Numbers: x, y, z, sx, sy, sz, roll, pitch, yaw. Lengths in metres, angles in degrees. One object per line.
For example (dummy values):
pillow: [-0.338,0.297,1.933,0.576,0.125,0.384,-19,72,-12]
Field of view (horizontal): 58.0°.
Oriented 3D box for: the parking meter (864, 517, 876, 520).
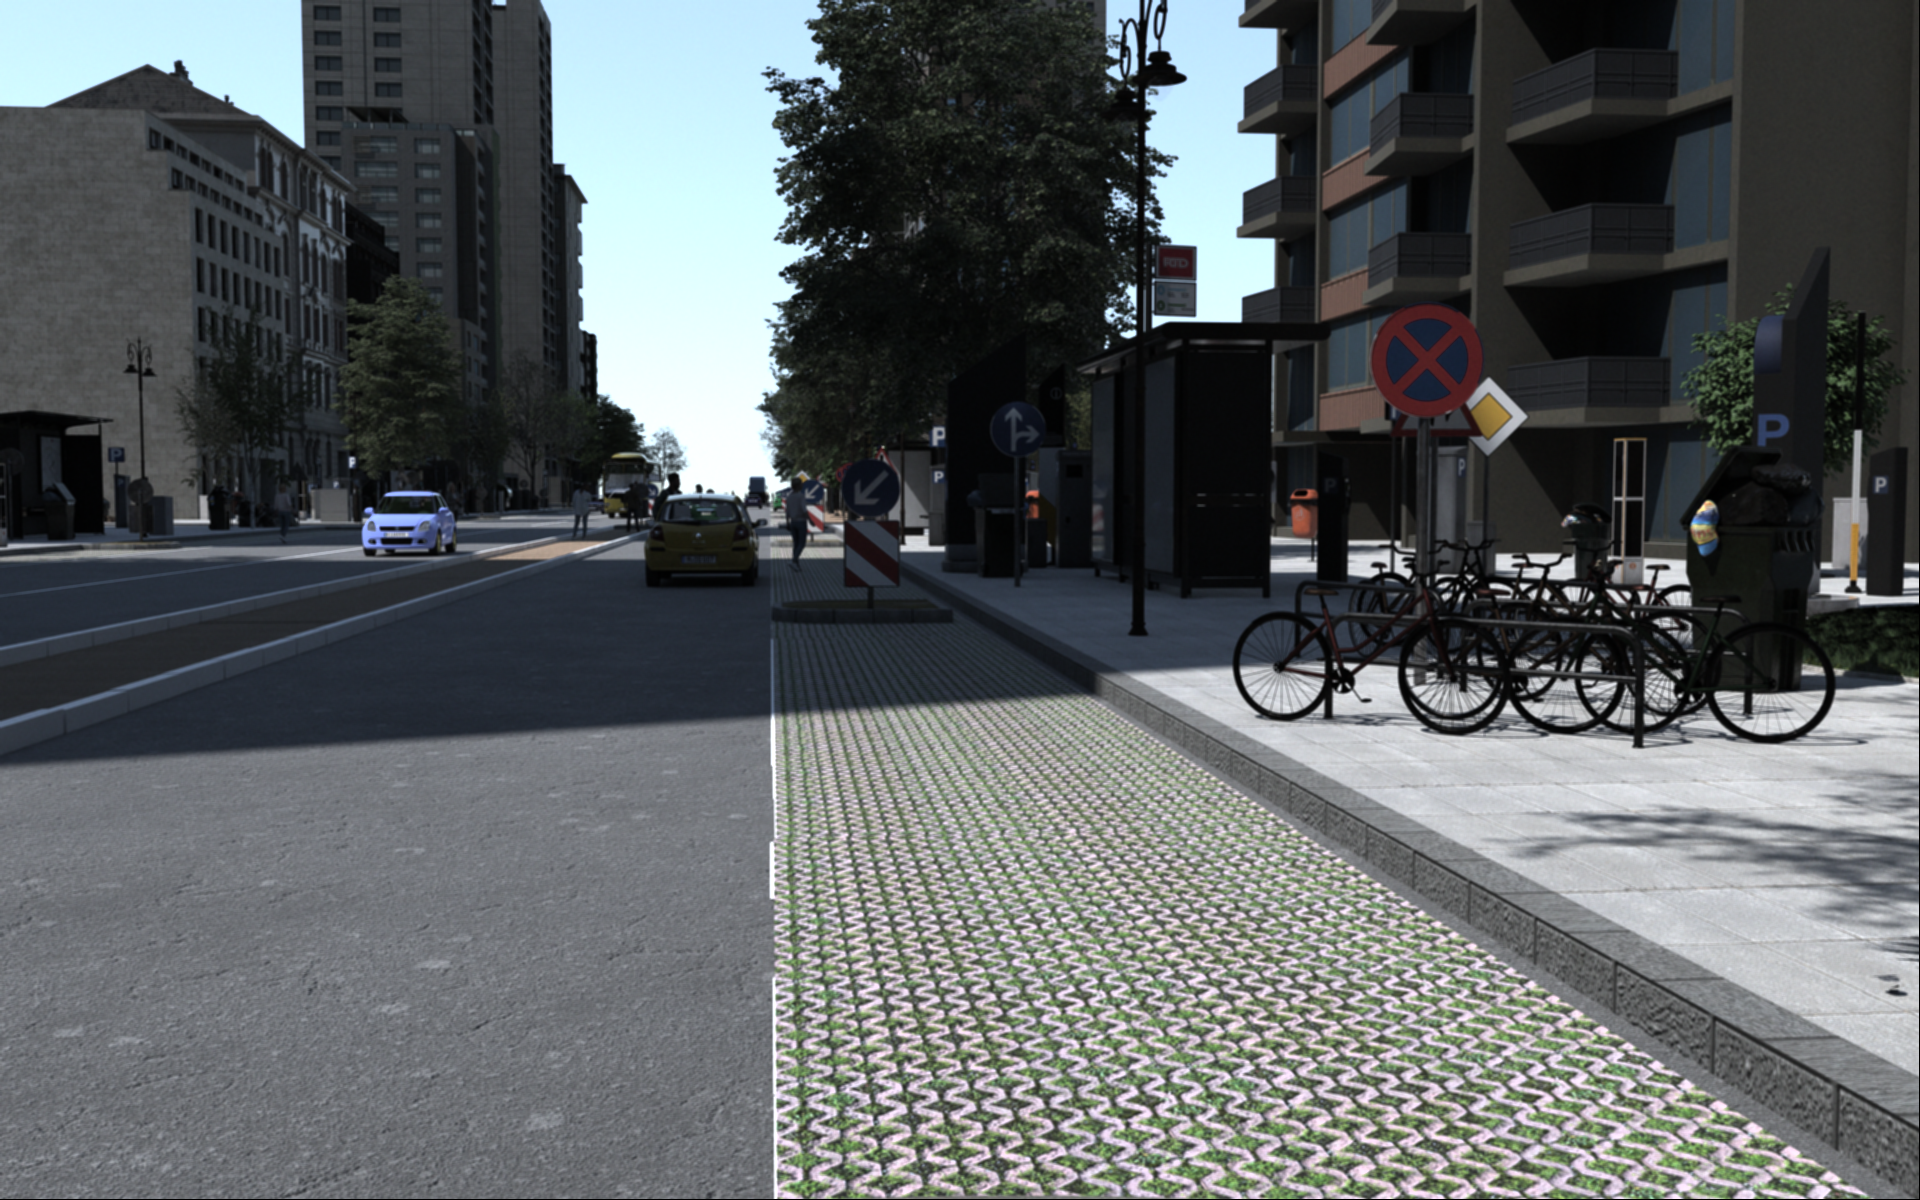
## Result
parking meter: [-2.852,-2.830,54.688,0.372,1.533,0.369,0,3,0]

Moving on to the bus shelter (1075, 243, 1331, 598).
bus shelter: [3.040,-2.924,25.433,2.179,5.291,8.768,0,4,-6]

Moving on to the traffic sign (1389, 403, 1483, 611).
traffic sign: [4.413,-0.986,16.132,0.884,2.594,0.081,0,4,-5]

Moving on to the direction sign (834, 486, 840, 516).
direction sign: [-7.303,-6.776,102.776,0.379,3.537,0.876,1,4,17]

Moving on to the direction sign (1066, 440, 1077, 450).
direction sign: [4.509,-4.952,72.968,0.876,3.537,0.379,-1,4,-14]

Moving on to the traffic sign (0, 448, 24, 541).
traffic sign: [-26.127,-2.907,47.628,0.768,2.556,0.104,0,4,0]

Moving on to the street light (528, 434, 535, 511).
street light: [-33.202,-9.866,134.094,0.468,5.910,1.993,0,4,-6]

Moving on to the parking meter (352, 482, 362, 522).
parking meter: [-27.464,-4.479,78.949,0.399,1.863,0.255,3,4,36]

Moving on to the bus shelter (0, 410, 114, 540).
bus shelter: [-27.245,-3.692,51.652,1.731,3.624,6.357,0,4,-6]

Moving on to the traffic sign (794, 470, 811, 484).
traffic sign: [-6.517,-4.153,71.550,0.795,2.450,0.064,0,4,-6]

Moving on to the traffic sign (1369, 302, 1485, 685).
traffic sign: [3.095,-0.702,11.580,0.768,2.556,0.104,0,4,-1]

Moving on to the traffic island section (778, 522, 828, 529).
traffic island section: [-6.494,-3.018,71.629,2.009,0.180,2.903,0,4,-6]

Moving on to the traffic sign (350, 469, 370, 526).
traffic sign: [-24.109,-4.037,69.653,0.795,2.450,0.064,0,4,-6]

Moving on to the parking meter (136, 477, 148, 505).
parking meter: [-28.201,-3.302,59.694,0.399,1.863,0.255,0,4,0]

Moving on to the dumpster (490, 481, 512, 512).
dumpster: [-33.549,-7.573,126.304,1.502,2.255,1.985,0,4,-6]

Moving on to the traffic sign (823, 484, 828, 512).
traffic sign: [-9.453,-7.519,122.945,0.884,2.594,0.081,0,4,-2]

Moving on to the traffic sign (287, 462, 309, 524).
traffic sign: [-26.511,-4.241,69.342,0.884,2.594,0.081,0,4,-1]

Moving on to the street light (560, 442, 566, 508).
street light: [-35.427,-11.112,154.476,0.468,5.910,1.993,0,4,-6]

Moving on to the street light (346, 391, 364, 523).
street light: [-27.069,-6.409,77.576,0.468,5.910,1.993,0,4,-6]

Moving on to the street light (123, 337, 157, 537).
street light: [-24.139,-4.790,51.111,0.468,5.910,1.993,0,4,-6]

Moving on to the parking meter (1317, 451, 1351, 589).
parking meter: [5.068,-1.086,23.465,0.399,1.863,0.255,2,4,32]

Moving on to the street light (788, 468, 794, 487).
street light: [-27.714,-19.033,283.969,0.468,5.910,1.993,0,4,-6]

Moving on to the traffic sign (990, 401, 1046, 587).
traffic sign: [0.796,-1.455,23.903,0.768,2.556,0.104,0,4,-5]

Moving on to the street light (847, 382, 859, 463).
street light: [-4.430,-6.030,71.375,0.468,5.910,1.993,0,4,-6]

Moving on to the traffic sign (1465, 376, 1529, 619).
traffic sign: [5.164,-0.968,17.007,0.795,2.450,0.064,0,4,1]

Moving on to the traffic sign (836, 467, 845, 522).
traffic sign: [-5.288,-4.828,79.038,0.768,2.556,0.104,0,4,-2]

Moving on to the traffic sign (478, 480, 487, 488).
traffic sign: [-33.848,-7.381,122.808,0.606,2.300,0.079,0,4,-2]

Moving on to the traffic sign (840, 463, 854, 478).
traffic sign: [-4.449,-4.277,70.040,0.768,2.556,0.104,0,4,-3]

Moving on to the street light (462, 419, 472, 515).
street light: [-30.255,-8.159,106.185,0.468,5.910,1.993,0,4,-6]

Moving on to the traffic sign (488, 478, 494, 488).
traffic sign: [-35.544,-8.015,131.148,0.768,2.556,0.104,0,4,3]

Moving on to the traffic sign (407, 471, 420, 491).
traffic sign: [-30.255,-5.855,95.827,0.768,2.556,0.104,0,4,-2]

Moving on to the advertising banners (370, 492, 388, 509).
advertising banners: [-40.945,-7.775,123.314,2.074,3.025,0.090,-3,4,-38]

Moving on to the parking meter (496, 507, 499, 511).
parking meter: [-34.334,-7.364,128.804,0.372,1.533,0.369,0,3,0]

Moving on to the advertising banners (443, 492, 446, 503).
advertising banners: [-31.774,-6.783,107.097,0.090,3.025,2.074,-1,4,-9]

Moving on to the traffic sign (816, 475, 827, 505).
traffic sign: [-8.145,-6.276,102.713,0.768,2.556,0.104,0,4,-5]

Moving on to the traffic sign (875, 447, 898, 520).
traffic sign: [-2.154,-2.920,47.738,0.884,2.594,0.081,0,4,2]

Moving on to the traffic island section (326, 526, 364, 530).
traffic island section: [-24.131,-2.901,69.712,2.009,0.180,2.903,0,4,-6]

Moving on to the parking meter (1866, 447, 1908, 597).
parking meter: [11.661,-0.985,21.810,0.255,1.863,0.399,-1,4,-21]

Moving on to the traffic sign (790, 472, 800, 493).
traffic sign: [-7.385,-4.639,79.488,0.795,2.450,0.064,0,4,-6]

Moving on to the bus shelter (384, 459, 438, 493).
bus shelter: [-31.760,-6.501,100.221,2.014,3.302,5.546,0,4,-6]

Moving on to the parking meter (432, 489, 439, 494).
parking meter: [-28.605,-5.261,94.435,0.372,1.533,0.369,0,3,0]

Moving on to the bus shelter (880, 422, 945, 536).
bus shelter: [-1.244,-3.491,51.007,2.014,3.302,5.546,0,4,-6]

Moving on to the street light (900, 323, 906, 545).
street light: [-1.445,-4.323,43.470,0.468,5.910,1.993,0,4,-6]

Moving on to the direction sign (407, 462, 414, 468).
direction sign: [-38.621,-7.895,121.085,0.876,3.537,0.379,-1,4,-12]

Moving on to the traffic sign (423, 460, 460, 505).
traffic sign: [-31.068,-6.720,103.750,2.265,3.308,0.079,0,4,3]

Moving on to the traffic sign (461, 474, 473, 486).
traffic sign: [-30.835,-6.622,108.379,0.768,2.556,0.104,0,4,-2]

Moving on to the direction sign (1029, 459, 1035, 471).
direction sign: [4.370,-7.193,109.600,0.876,3.537,0.379,2,4,35]

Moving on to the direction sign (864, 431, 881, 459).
direction sign: [-3.105,-4.304,62.367,0.876,3.537,0.379,-3,5,-44]

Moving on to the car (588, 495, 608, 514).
car: [-26.146,-6.824,124.145,1.945,1.354,3.894,0,4,-4]

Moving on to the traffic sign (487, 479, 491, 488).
traffic sign: [-33.817,-7.506,123.901,0.795,2.450,0.064,0,4,-3]

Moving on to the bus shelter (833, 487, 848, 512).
bus shelter: [-9.791,-9.993,141.019,2.179,5.291,8.768,0,4,-6]

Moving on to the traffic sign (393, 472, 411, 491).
traffic sign: [-24.977,-4.523,77.591,0.795,2.450,0.064,0,4,-6]

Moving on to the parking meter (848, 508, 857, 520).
parking meter: [-4.322,-3.894,69.383,0.255,1.863,0.399,-2,4,-29]

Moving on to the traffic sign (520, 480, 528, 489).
traffic sign: [-38.150,-9.263,151.551,0.768,2.556,0.104,0,4,-3]

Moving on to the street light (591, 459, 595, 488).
street light: [-38.572,-12.821,182.405,0.468,5.910,1.993,0,4,-6]

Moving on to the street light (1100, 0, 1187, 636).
street light: [1.621,-2.617,15.574,0.468,5.910,1.993,0,4,-6]
